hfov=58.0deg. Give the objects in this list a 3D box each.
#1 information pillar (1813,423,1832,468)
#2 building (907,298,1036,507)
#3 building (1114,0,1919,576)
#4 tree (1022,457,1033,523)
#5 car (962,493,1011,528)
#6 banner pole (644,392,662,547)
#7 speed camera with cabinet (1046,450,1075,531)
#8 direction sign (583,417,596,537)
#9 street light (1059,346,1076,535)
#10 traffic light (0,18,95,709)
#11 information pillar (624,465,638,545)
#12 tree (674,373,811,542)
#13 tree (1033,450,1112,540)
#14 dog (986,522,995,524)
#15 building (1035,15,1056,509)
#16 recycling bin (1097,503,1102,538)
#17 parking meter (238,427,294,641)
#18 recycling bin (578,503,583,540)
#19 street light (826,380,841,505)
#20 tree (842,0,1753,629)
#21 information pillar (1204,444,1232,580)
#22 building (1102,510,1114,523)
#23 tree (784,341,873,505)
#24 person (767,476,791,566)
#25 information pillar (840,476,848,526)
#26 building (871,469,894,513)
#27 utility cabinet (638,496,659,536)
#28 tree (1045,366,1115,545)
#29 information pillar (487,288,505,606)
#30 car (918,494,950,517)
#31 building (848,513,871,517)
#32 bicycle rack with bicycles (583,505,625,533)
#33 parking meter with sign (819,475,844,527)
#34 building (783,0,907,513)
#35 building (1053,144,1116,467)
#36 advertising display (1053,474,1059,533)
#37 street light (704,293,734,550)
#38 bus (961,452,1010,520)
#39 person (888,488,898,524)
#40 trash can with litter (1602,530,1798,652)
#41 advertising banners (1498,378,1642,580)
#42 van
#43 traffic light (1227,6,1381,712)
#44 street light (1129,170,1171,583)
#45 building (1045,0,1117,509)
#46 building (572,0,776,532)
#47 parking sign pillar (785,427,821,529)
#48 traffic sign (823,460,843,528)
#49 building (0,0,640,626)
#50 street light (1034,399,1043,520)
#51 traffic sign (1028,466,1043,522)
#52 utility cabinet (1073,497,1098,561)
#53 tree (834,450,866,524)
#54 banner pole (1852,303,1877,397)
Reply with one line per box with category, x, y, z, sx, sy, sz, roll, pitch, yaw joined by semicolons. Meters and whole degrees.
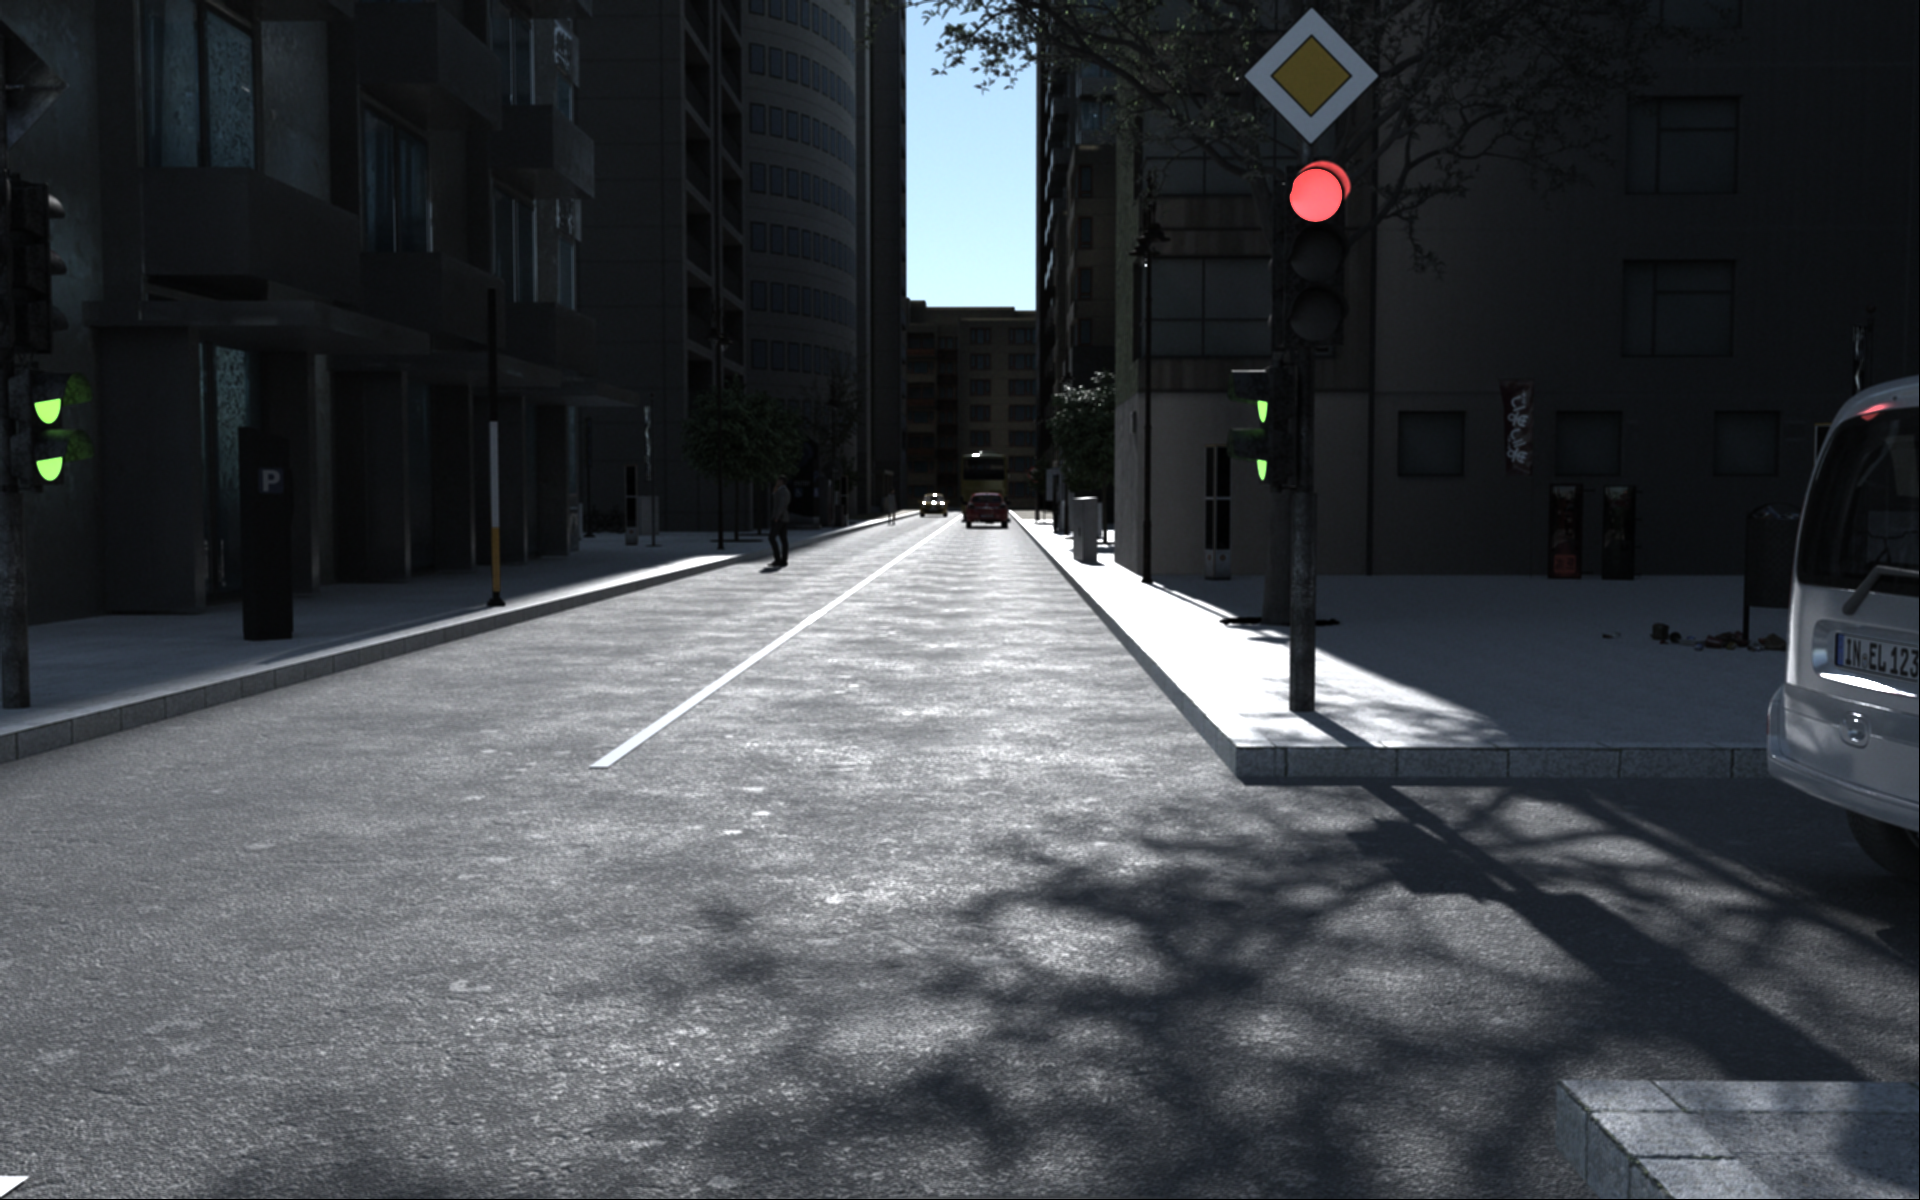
information pillar;9.035;-0.821;17.918;0.304;2.012;0.304;-2;4;-34
building;-5.439;-20.720;183.812;28.899;21.520;27.650;0;4;1
building;9.950;-21.366;32.930;14.154;41.232;14.086;0;4;1
tree;3.524;-4.919;75.025;1.663;3.219;1.824;0;3;0
car;1.151;-4.039;75.081;2.155;1.783;4.494;0;4;0
banner pole;-7.619;-3.214;42.566;0.401;3.779;0.863;-2;4;-27
speed camera with cabinet;3.514;-4.056;60.647;0.660;3.252;2.038;1;4;17
direction sign;-11.001;-3.626;51.290;0.379;3.537;0.876;-1;4;-23
street light;3.345;-4.985;54.298;0.468;5.910;1.993;0;4;1
traffic light;-5.651;-1.307;10.283;0.839;4.253;0.868;0;4;1
information pillar;-8.253;-2.386;43.501;0.304;2.012;0.304;0;4;-8
tree;-6.035;-3.858;46.797;4.285;4.588;4.351;0;3;0
tree;3.355;-3.321;48.904;1.663;3.219;1.824;0;3;0
dog;1.502;-3.927;84.400;0.550;0.427;0.748;1;4;10
building;13.743;-30.700;152.060;14.600;45.320;14.200;0;4;1
recycling bin;3.810;-2.366;51.241;0.722;1.027;0.722;1;4;13
parking meter;-6.107;-0.585;15.273;0.255;1.863;0.399;3;5;45
recycling bin;-10.884;-2.179;48.179;0.722;1.027;0.722;-1;4;-8
street light;-5.071;-5.908;69.377;0.468;5.910;1.993;0;4;1
tree;3.215;-6.494;16.551;12.009;13.543;11.850;0;3;0
information pillar;3.853;-1.306;25.840;0.304;2.012;0.304;-1;4;-22
building;15.939;-46.183;67.765;22.319;86.520;31.000;0;4;1
tree;-6.037;-8.096;82.731;4.360;8.622;3.978;0;3;0
person;-3.620;-1.587;34.630;0.473;1.802;0.592;1;4;23
information pillar;-4.603;-3.931;68.763;0.304;2.012;0.304;0;4;0
building;-21.277;-26.551;125.992;32.217;40.220;23.993;0;4;1
utility cabinet;-9.778;-2.616;53.932;0.306;1.237;1.020;2;4;24
tree;3.798;-3.720;44.535;4.285;4.588;4.351;0;3;0
information pillar;-5.375;-1.749;19.948;0.183;3.616;0.504;-1;4;-17
car;-1.666;-6.123;110.327;2.015;1.641;3.980;0;4;1
building;-16.621;-34.069;99.028;21.231;58.520;28.212;0;4;1
bicycle rack with bicycles;-11.699;-2.667;56.988;2.925;0.926;2.852;0;4;-6
parking meter with sign;-5.379;-4.362;67.585;1.738;3.016;0.543;1;4;17
building;-18.838;-37.136;149.177;28.212;58.520;21.231;0;4;1
building;19.731;-15.595;100.017;27.650;21.520;28.899;0;4;1
advertising display;3.170;-3.181;57.228;0.123;1.923;0.974;1;4;8
street light;-5.543;-4.108;39.955;0.468;5.910;1.993;0;4;1
bus;1.457;-6.625;99.870;2.896;3.916;12.252;0;4;2
person;-3.211;-4.452;82.040;0.466;1.731;0.760;0;4;7
trash can with litter;6.622;-0.225;14.743;1.678;1.210;2.233;-3;4;-37
advertising banners;9.163;-1.828;26.072;2.074;3.025;0.090;1;4;20
van;4.950;0.085;5.629;4.112;2.044;2.013;0;4;1
traffic light;2.009;-1.299;10.156;0.839;4.253;0.868;0;4;1
street light;2.705;-3.186;24.880;0.468;5.910;1.993;0;4;1
building;17.746;-31.191;129.582;23.786;49.044;30.456;0;4;1
building;-17.137;-38.464;67.144;20.563;71.187;20.611;0;4;1
parking sign pillar;-5.805;-4.578;63.317;1.447;3.967;1.447;2;4;27
traffic sign;-4.746;-3.960;64.852;0.768;2.556;0.104;0;4;7
building;-18.418;-24.798;25.054;23.786;49.044;30.456;0;4;1
street light;3.809;-6.820;84.289;0.468;5.910;1.993;0;4;1
traffic sign;3.399;-4.724;77.341;0.768;2.556;0.104;0;4;4
utility cabinet;2.409;-1.364;33.463;0.306;1.237;1.020;0;4;-7
tree;-5.098;-4.934;75.273;1.663;3.219;1.824;0;3;0
banner pole;11.805;-1.999;22.695;0.863;3.779;0.401;-3;5;-44
